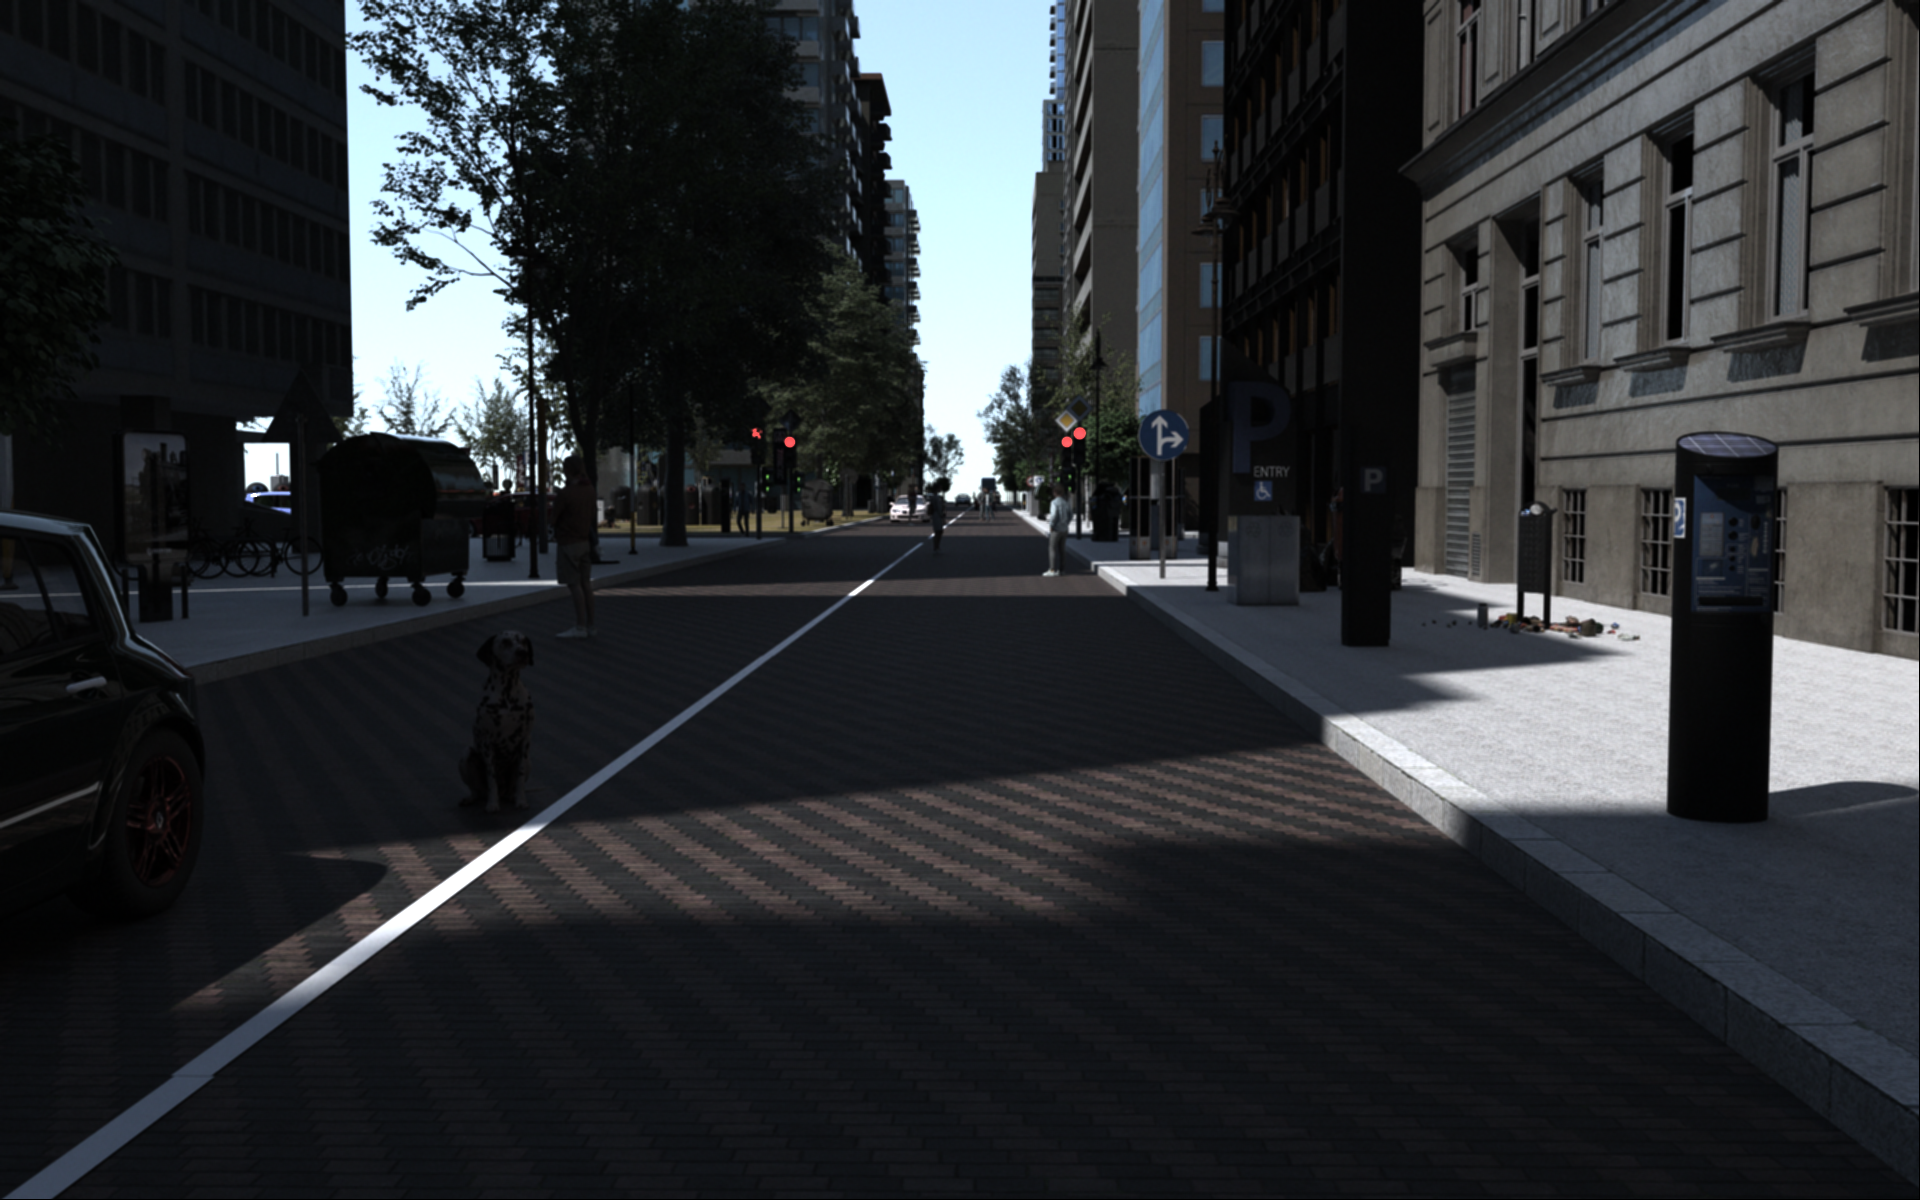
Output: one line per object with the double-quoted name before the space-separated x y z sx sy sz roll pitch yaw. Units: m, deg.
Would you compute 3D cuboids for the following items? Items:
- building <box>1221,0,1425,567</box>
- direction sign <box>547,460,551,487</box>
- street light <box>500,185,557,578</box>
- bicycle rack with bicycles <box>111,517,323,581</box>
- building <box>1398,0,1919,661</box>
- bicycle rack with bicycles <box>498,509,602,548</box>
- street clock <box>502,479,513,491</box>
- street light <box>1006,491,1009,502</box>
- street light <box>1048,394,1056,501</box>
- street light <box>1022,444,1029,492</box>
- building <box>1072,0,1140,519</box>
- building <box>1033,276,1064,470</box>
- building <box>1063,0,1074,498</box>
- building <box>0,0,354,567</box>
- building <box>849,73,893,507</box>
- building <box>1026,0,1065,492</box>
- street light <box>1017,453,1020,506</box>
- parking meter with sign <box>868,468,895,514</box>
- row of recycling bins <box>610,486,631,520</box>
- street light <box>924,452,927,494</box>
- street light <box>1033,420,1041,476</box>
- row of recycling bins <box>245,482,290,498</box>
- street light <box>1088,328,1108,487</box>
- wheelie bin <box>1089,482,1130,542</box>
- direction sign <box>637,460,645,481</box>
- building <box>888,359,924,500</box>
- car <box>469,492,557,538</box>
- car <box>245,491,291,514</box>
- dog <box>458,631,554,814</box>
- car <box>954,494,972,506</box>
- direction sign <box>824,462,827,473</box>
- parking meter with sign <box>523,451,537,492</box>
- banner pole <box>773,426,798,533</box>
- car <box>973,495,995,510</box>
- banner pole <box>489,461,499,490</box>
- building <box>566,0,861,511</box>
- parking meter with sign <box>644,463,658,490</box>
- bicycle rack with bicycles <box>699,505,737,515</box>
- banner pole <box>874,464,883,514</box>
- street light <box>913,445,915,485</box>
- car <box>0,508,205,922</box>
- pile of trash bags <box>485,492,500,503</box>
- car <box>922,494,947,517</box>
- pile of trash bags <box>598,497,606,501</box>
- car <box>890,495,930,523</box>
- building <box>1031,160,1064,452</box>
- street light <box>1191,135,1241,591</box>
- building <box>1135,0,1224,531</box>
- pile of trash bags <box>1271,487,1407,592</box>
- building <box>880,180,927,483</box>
"building" 12.914 -12.703 37.369 12.332 23.373 15.834 0 4 1
"direction sign" -27.239 -7.496 114.550 0.379 3.537 0.876 -2 4 -32
"street light" -6.522 -3.275 26.337 0.468 5.910 1.993 0 4 1
"bicycle rack with bicycles" -11.491 -0.835 27.028 2.925 0.926 2.852 -1 4 -19
"building" 14.597 -11.045 13.877 16.112 22.955 30.059 0 4 1
"bicycle rack with bicycles" -9.869 -1.751 42.016 2.852 0.926 2.925 0 4 4
"street clock" -22.102 -4.896 84.619 0.471 2.002 0.358 2 4 25
"street light" 7.486 -17.925 265.853 0.468 5.910 1.993 0 4 1
"street light" 4.342 -6.591 80.544 0.468 5.910 1.993 0 4 1
"street light" 5.125 -9.711 131.562 0.468 5.910 1.993 0 4 1
"building" 17.585 -29.021 98.193 21.300 48.544 21.600 0 4 1
"building" 16.678 -28.018 229.797 14.160 30.474 14.107 0 4 1
"building" 20.061 -46.174 193.197 20.563 71.187 20.611 0 4 1
"building" -25.225 -20.771 31.492 23.993 40.220 32.217 0 4 1
"building" -18.388 -32.004 177.894 22.147 44.769 28.867 0 4 1
"building" 21.810 -58.725 272.820 22.319 86.520 31.000 0 4 1
"street light" 5.630 -11.215 156.146 0.468 5.910 1.993 0 4 1
"parking meter with sign" -5.191 -7.225 114.390 1.738 3.016 0.543 -1 4 -20
"row of recycling bins" -17.232 -4.948 88.018 1.069 1.692 3.534 0 4 -5
"street light" -3.719 -13.004 185.398 0.468 5.910 1.993 0 4 1
"street light" 4.708 -8.145 105.957 0.468 5.910 1.993 0 4 1
"row of recycling bins" -24.333 -3.302 61.097 3.534 1.692 1.069 -2 4 -25
"street light" 3.844 -4.626 48.427 0.468 5.910 1.993 0 4 1
"wheelie bin" 3.973 -2.377 46.770 0.980 1.594 0.693 -3 5 -45
"direction sign" -21.261 -7.556 115.536 0.876 3.537 0.379 3 5 41
"building" -19.184 -23.819 234.475 27.650 21.520 28.899 0 4 1
"car" -13.519 -2.669 52.684 4.494 1.783 2.155 0 4 2
"car" -20.713 -2.725 54.146 3.694 1.707 1.945 0 4 1
"dog" -2.068 0.535 8.083 0.513 0.831 0.800 1 4 14
"car" 0.373 -11.899 206.339 2.131 1.459 4.920 0 4 1
"direction sign" -9.946 -8.471 130.489 0.876 3.537 0.379 0 4 -3
"parking meter with sign" -17.217 -4.465 69.262 0.543 3.016 1.738 -1 4 -12
"banner pole" -5.834 -4.141 57.729 0.863 3.779 0.401 0 4 5
"car" 2.259 -9.009 156.339 2.155 1.783 4.494 0 4 2
"banner pole" -34.593 -8.462 128.378 0.863 3.779 0.401 -2 4 -26
"building" -20.087 -32.293 147.604 23.786 49.044 30.456 0 4 1
"parking meter with sign" -16.933 -6.193 97.523 1.738 3.016 0.543 2 4 28
"bicycle rack with bicycles" -14.578 -5.533 103.843 2.925 0.926 2.852 0 4 -2
"banner pole" -5.123 -7.318 109.671 0.863 3.779 0.401 2 4 32
"street light" -4.306 -11.438 159.793 0.468 5.910 1.993 0 4 1
"car" -3.616 0.320 4.555 2.009 1.686 4.222 0 4 2
"pile of trash bags" -24.341 -5.084 92.881 1.912 1.369 3.447 -3 4 -37
"car" -1.802 -6.035 108.456 2.009 1.686 4.222 0 4 3
"pile of trash bags" -19.991 -5.667 102.410 3.447 1.369 1.912 1 4 19
"car" -2.495 -4.615 87.813 2.083 1.381 4.827 0 4 2
"building" 21.129 -38.122 246.992 21.300 48.544 21.600 0 4 1
"street light" 3.345 -3.059 22.795 0.468 5.910 1.993 0 4 1
"building" 14.366 -25.414 65.622 14.200 45.320 14.600 0 4 1
"pile of trash bags" 4.960 -0.809 22.975 1.912 1.369 3.447 0 4 4
"building" -17.292 -39.365 263.229 23.786 49.044 30.456 0 4 1
